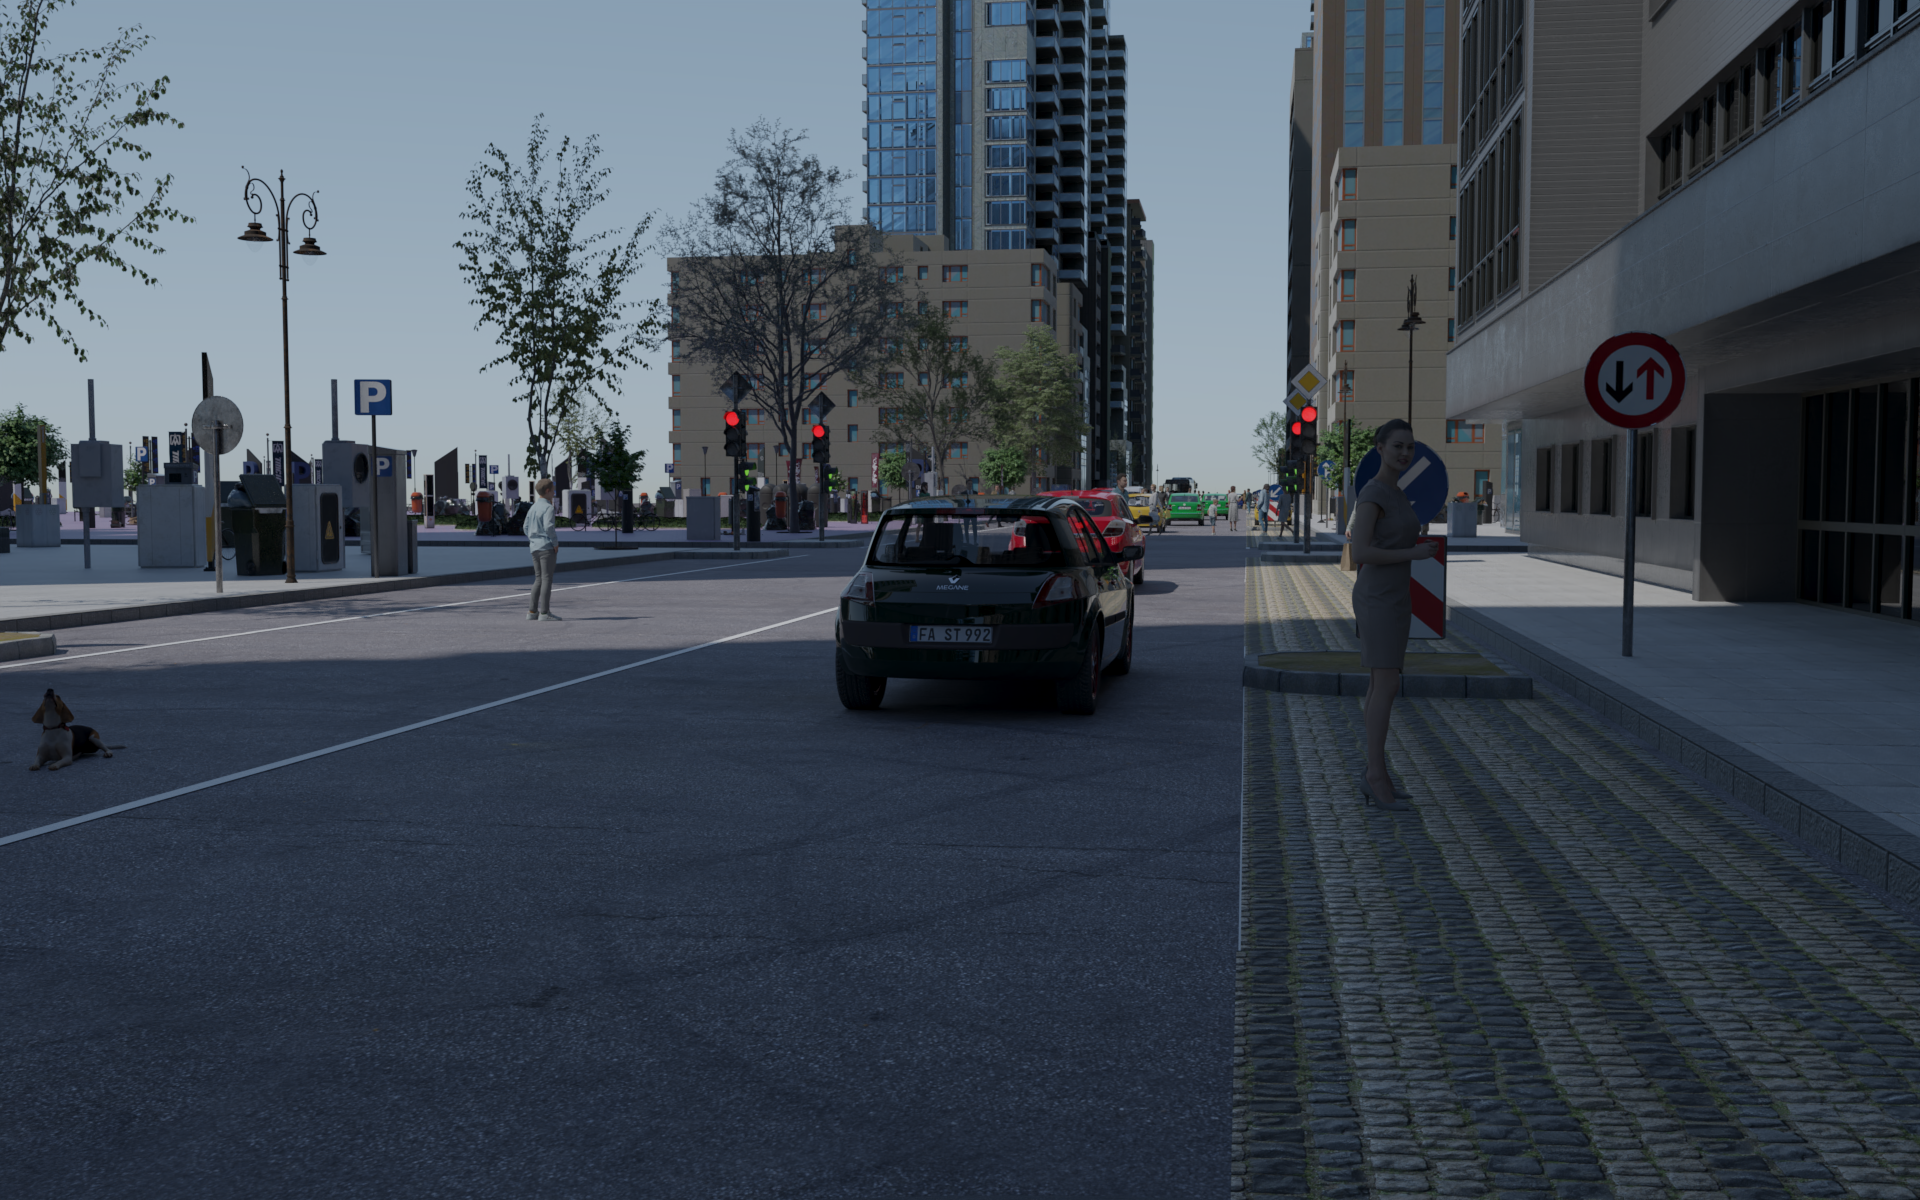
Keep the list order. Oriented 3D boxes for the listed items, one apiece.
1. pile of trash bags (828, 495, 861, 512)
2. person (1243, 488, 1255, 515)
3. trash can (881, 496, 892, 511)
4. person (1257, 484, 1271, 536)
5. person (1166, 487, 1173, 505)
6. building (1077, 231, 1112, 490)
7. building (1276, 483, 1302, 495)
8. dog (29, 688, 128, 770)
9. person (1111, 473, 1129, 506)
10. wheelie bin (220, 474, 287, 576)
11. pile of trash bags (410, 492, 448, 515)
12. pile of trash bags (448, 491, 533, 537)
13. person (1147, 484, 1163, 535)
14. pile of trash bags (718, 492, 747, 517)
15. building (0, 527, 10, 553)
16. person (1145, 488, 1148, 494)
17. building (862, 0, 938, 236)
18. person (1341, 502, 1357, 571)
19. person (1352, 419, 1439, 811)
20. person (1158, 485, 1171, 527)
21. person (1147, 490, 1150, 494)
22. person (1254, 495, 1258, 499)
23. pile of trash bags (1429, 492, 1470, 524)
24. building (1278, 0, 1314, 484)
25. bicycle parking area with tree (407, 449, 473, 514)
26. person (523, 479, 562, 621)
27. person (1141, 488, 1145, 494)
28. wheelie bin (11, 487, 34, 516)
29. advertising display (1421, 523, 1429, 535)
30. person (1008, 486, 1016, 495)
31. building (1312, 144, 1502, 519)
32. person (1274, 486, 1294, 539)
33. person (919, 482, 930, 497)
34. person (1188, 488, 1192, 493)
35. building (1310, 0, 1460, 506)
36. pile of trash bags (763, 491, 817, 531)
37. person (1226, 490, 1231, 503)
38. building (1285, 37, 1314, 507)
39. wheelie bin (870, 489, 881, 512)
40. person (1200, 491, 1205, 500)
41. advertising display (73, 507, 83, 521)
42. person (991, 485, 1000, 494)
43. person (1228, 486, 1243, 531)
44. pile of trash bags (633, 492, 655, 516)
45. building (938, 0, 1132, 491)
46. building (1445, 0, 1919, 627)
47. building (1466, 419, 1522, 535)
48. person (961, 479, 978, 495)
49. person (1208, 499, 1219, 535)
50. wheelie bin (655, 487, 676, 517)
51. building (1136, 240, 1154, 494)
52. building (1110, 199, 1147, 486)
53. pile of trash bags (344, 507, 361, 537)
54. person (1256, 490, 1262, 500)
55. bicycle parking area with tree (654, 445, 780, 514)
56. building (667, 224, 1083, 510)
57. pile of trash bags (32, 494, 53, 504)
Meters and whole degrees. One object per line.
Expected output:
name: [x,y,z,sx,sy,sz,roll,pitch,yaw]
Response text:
pile of trash bags: [-7.158,-5.473,99.235,3.447,1.369,1.912,3,5,41]
person: [19.801,-6.756,118.952,0.794,1.824,0.713,-1,4,-16]
trash can: [-4.332,-5.535,102.144,0.748,1.137,0.748,0,3,0]
person: [10.396,-3.082,59.152,0.793,1.790,0.793,1,4,12]
person: [12.094,-5.635,100.405,0.659,1.850,0.755,2,4,26]
building: [8.972,-25.557,189.565,14.160,30.474,14.107,1,4,9]
building: [64.330,-34.838,261.485,32.217,40.220,23.993,1,4,9]
dog: [-4.738,0.663,9.348,0.550,0.427,0.748,3,4,36]
person: [2.965,-1.476,32.652,0.620,1.820,0.660,2,4,34]
wheelie bin: [-11.099,-1.189,27.341,0.693,1.594,0.980,2,4,32]
pile of trash bags: [-23.668,-4.192,78.292,1.912,1.369,3.447,1,4,18]
pile of trash bags: [-14.137,-2.676,53.511,1.912,1.369,3.447,0,4,5]
person: [6.748,-3.127,59.972,0.624,1.780,0.694,0,4,7]
pile of trash bags: [-11.914,-5.276,96.021,3.447,1.369,1.912,1,4,22]
building: [-33.944,-29.811,29.408,28.212,58.520,21.231,1,4,9]
person: [12.151,-6.380,112.922,0.767,1.812,0.694,-1,4,-15]
building: [2.061,-52.202,166.178,22.319,86.520,31.000,1,4,9]
person: [5.695,-0.930,24.192,0.515,1.767,0.782,-3,4,-36]
person: [2.011,0.049,8.046,0.374,1.781,0.599,2,4,32]
person: [8.467,-4.006,74.218,0.699,1.804,1.509,-1,4,-18]
person: [16.455,-8.712,150.958,0.705,1.821,1.348,-1,4,-17]
person: [27.857,-9.320,161.664,1.217,1.735,0.721,3,4,37]
pile of trash bags: [21.319,-4.073,76.345,3.447,1.369,1.912,-3,5,-40]
building: [54.877,-56.332,233.702,22.319,86.520,31.000,1,4,9]
bicycle parking area with tree: [-36.406,-7.730,113.387,9.016,4.147,8.231,-1,4,-23]
person: [-4.693,-0.566,19.569,0.330,1.601,0.589,-2,4,-34]
person: [8.913,-4.619,84.766,0.760,1.731,0.466,-1,4,-9]
wheelie bin: [-43.192,-4.394,79.757,0.693,1.594,0.980,2,4,30]
advertising display: [8.751,-1.677,32.629,0.123,1.923,0.974,1,4,12]
person: [2.578,-4.678,85.106,0.853,1.813,0.709,-3,4,-38]
building: [34.841,-15.511,98.641,27.650,21.520,28.899,1,4,9]
person: [10.209,-2.752,54.250,0.760,1.731,0.466,2,4,27]
person: [-1.062,-2.593,51.139,0.529,1.795,0.600,1,4,12]
person: [14.105,-5.934,105.795,0.520,1.790,0.573,3,4,39]
building: [35.415,-29.879,138.637,14.600,45.320,14.200,1,4,9]
pile of trash bags: [-6.116,-3.163,61.470,1.912,1.369,3.447,0,4,3]
person: [20.643,-7.566,132.751,0.990,1.755,0.434,1,4,15]
building: [45.113,-34.022,179.955,21.300,48.544,21.600,1,4,9]
wheelie bin: [-5.111,-5.942,105.052,0.693,1.594,0.980,0,4,-4]
person: [21.879,-9.004,156.423,0.721,1.736,1.217,-1,4,-14]
advertising display: [-41.172,-4.655,81.318,0.974,1.923,0.123,0,4,5]
person: [1.501,-4.043,74.517,0.836,1.842,0.656,0,4,8]
person: [10.609,-3.530,66.791,0.480,1.755,0.524,3,5,41]
pile of trash bags: [-17.154,-5.073,92.695,1.912,1.369,3.447,0,4,-1]
building: [11.230,-55.525,220.505,22.319,86.520,31.000,1,4,9]
building: [14.575,-12.263,19.575,14.314,24.678,30.058,1,4,9]
building: [31.638,-26.508,53.014,30.456,49.044,23.786,1,4,9]
person: [0.306,-2.403,47.566,0.659,1.850,0.755,-1,4,-9]
person: [8.905,-2.919,60.916,0.352,1.250,0.332,-1,4,-11]
wheelie bin: [-12.679,-4.064,74.350,0.693,1.594,0.980,3,4,37]
building: [22.967,-35.986,271.962,14.154,41.232,14.086,1,4,9]
building: [15.469,-36.498,251.364,22.147,44.769,28.867,1,4,9]
pile of trash bags: [-19.441,-2.614,52.487,3.447,1.369,1.912,3,5,43]
person: [23.904,-7.853,137.680,0.721,1.735,1.217,-1,4,-21]
bicycle parking area with tree: [-13.188,-7.103,103.130,8.231,4.147,9.016,3,5,42]
building: [-5.373,-17.959,138.671,27.650,21.520,28.899,1,4,9]
pile of trash bags: [-62.689,-6.569,117.147,1.912,1.369,3.447,1,4,10]
